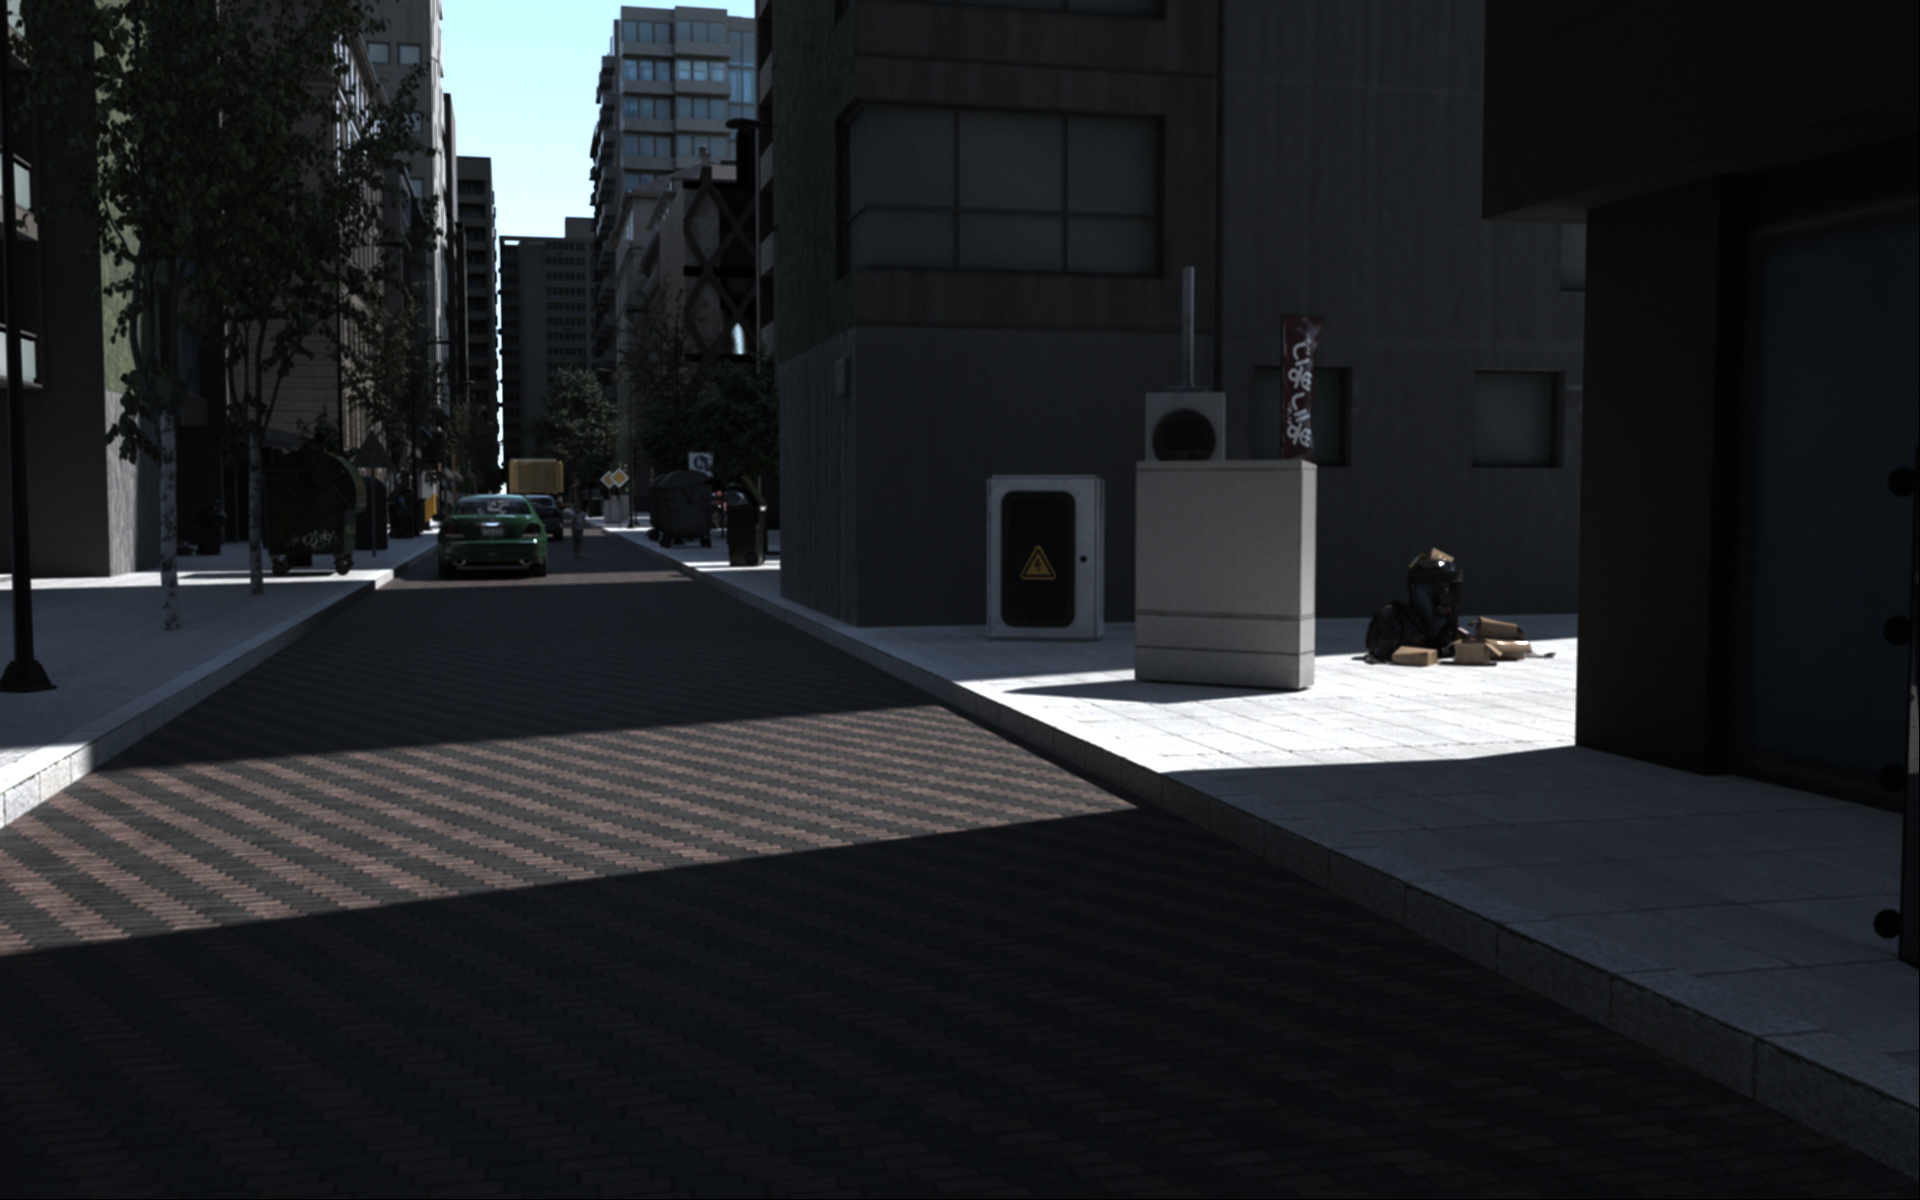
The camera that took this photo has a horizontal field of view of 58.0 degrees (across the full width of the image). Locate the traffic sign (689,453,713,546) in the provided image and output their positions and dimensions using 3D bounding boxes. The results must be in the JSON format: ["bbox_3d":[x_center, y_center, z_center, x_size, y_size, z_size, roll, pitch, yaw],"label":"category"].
[{"bbox_3d":[-6.387,-2.483,42.733,0.606,2.300,0.079,0,4,-4],"label":"traffic sign"}]

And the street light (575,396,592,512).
[{"bbox_3d":[-17.309,-6.697,82.044,1.470,5.913,1.316,-1,4,-14],"label":"street light"}]

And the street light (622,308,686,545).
[{"bbox_3d":[-7.638,-4.336,43.440,1.470,5.913,1.316,-1,4,-14],"label":"street light"}]

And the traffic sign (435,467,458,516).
[{"bbox_3d":[-18.730,-3.642,63.192,0.795,2.450,0.064,-1,4,-14],"label":"traffic sign"}]

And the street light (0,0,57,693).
[{"bbox_3d":[-5.592,-2.369,11.278,1.470,5.913,1.316,-1,4,-14],"label":"street light"}]

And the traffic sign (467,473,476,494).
[{"bbox_3d":[-29.011,-6.264,102.515,0.768,2.556,0.104,0,4,-5],"label":"traffic sign"}]

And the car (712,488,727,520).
[{"bbox_3d":[-8.429,-3.620,68.782,3.694,1.707,1.945,-1,4,-13],"label":"car"}]

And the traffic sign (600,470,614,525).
[{"bbox_3d":[-14.659,-4.207,72.420,0.795,2.450,0.064,-1,4,-14],"label":"traffic sign"}]

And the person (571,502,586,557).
[{"bbox_3d":[-8.658,-1.600,39.346,0.332,1.250,0.352,0,4,-1],"label":"person"}]

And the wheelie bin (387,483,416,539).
[{"bbox_3d":[-16.173,-2.585,50.170,0.693,1.594,0.980,-3,5,-40],"label":"wheelie bin"}]

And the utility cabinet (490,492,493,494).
[{"bbox_3d":[-38.672,-8.158,142.069,0.318,1.500,1.173,-2,4,-35],"label":"utility cabinet"}]

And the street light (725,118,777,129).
[{"bbox_3d":[-2.211,-3.006,21.694,1.470,5.913,1.316,-1,4,-14],"label":"street light"}]

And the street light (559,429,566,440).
[{"bbox_3d":[-27.623,-9.242,123.654,1.470,5.913,1.316,-1,4,-14],"label":"street light"}]

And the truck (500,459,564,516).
[{"bbox_3d":[-23.120,-6.009,94.175,3.469,3.379,9.791,-1,4,-16],"label":"truck"}]

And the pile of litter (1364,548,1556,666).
[{"bbox_3d":[3.889,0.031,13.463,1.719,0.858,1.176,-1,4,-11],"label":"pile of litter"}]

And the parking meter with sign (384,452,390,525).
[{"bbox_3d":[-24.095,-4.715,73.354,0.543,3.016,1.738,-1,4,-13],"label":"parking meter with sign"}]

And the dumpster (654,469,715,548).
[{"bbox_3d":[-6.568,-2.190,41.566,1.264,1.857,1.865,-1,4,-14],"label":"dumpster"}]

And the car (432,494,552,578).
[{"bbox_3d":[-8.410,-1.185,31.173,2.131,1.459,4.920,-1,4,-15],"label":"car"}]

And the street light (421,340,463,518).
[{"bbox_3d":[-15.946,-4.882,52.355,1.470,5.913,1.316,-1,4,-14],"label":"street light"}]

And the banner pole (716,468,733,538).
[{"bbox_3d":[-6.829,-3.706,50.615,0.401,3.779,0.863,1,4,22],"label":"banner pole"}]

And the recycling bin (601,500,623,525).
[{"bbox_3d":[-14.667,-3.717,73.325,0.722,1.027,0.722,0,4,-4],"label":"recycling bin"}]

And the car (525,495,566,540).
[{"bbox_3d":[-13.524,-2.626,54.939,2.014,1.417,4.499,-1,4,-15],"label":"car"}]

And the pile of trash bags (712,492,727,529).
[{"bbox_3d":[-9.395,-3.327,64.143,1.912,1.369,3.447,1,4,12],"label":"pile of trash bags"}]

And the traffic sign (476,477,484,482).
[{"bbox_3d":[-36.731,-8.091,132.385,0.768,2.556,0.104,-1,4,-10],"label":"traffic sign"}]

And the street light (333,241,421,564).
[{"bbox_3d":[-10.801,-3.623,31.783,1.470,5.913,1.316,-1,4,-14],"label":"street light"}]

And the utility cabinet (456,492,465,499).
[{"bbox_3d":[-38.745,-7.629,133.419,1.173,1.500,0.318,-3,4,-39],"label":"utility cabinet"}]

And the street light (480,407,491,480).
[{"bbox_3d":[-25.857,-7.304,91.964,1.470,5.913,1.316,-1,4,-14],"label":"street light"}]

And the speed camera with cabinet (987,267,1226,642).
[{"bbox_3d":[1.279,-1.272,15.133,2.038,3.252,0.660,1,4,10],"label":"speed camera with cabinet"}]

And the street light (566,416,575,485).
[{"bbox_3d":[-22.431,-7.967,102.802,1.470,5.913,1.316,-1,4,-14],"label":"street light"}]

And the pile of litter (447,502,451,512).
[{"bbox_3d":[-38.198,-7.218,131.983,1.719,0.858,1.176,-3,4,-37],"label":"pile of litter"}]

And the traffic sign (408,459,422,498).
[{"bbox_3d":[-19.245,-3.765,61.662,0.768,2.556,0.104,-1,4,-9],"label":"traffic sign"}]

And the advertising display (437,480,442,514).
[{"bbox_3d":[-23.981,-4.560,79.772,0.123,1.923,0.974,-1,4,-22],"label":"advertising display"}]

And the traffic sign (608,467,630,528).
[{"bbox_3d":[-12.716,-3.733,64.674,0.795,2.450,0.064,-1,4,-14],"label":"traffic sign"}]

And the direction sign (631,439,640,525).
[{"bbox_3d":[-13.531,-4.903,72.165,0.379,3.537,0.876,-2,4,-28],"label":"direction sign"}]

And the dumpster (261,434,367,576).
[{"bbox_3d":[-10.409,-1.551,27.861,1.502,2.255,1.985,-1,4,-14],"label":"dumpster"}]

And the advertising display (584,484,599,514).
[{"bbox_3d":[-23.808,-6.529,111.961,0.974,1.923,0.123,1,4,12],"label":"advertising display"}]

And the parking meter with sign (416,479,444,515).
[{"bbox_3d":[-28.082,-5.833,91.624,0.543,3.016,1.738,2,4,31],"label":"parking meter with sign"}]

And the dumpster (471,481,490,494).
[{"bbox_3d":[-35.485,-7.669,127.886,1.502,2.255,1.985,-1,4,-14],"label":"dumpster"}]

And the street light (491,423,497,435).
[{"bbox_3d":[-31.125,-8.583,112.869,1.470,5.913,1.316,-1,4,-14],"label":"street light"}]

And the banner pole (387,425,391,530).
[{"bbox_3d":[-20.343,-4.393,61.846,0.401,3.779,0.863,-1,4,-22],"label":"banner pole"}]

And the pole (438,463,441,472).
[{"bbox_3d":[-34.051,-7.309,113.345,0.158,3.312,0.155,0,3,0],"label":"pole"}]

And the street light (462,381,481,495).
[{"bbox_3d":[-20.632,-6.034,71.196,1.470,5.913,1.316,-1,4,-14],"label":"street light"}]

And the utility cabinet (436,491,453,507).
[{"bbox_3d":[-33.046,-6.241,110.721,1.173,1.500,0.318,-3,4,-38],"label":"utility cabinet"}]

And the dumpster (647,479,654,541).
[{"bbox_3d":[-7.889,-2.554,47.509,1.264,1.857,1.865,-1,4,-14],"label":"dumpster"}]

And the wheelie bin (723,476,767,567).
[{"bbox_3d":[-3.834,-1.404,30.860,0.693,1.594,0.980,0,4,5],"label":"wheelie bin"}]

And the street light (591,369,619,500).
[{"bbox_3d":[-12.834,-5.629,64.567,1.470,5.913,1.316,-1,4,-14],"label":"street light"}]

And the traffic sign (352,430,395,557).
[{"bbox_3d":[-11.908,-2.149,35.133,0.884,2.594,0.081,-1,4,-12],"label":"traffic sign"}]

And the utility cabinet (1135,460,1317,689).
[{"bbox_3d":[1.773,-0.179,11.601,1.173,1.500,0.318,2,4,31],"label":"utility cabinet"}]

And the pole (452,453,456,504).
[{"bbox_3d":[-25.259,-5.666,86.490,0.158,3.312,0.155,0,3,0],"label":"pole"}]

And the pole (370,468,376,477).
[{"bbox_3d":[-20.929,-4.156,61.795,0.158,3.312,0.155,0,3,0],"label":"pole"}]

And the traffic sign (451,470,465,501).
[{"bbox_3d":[-20.673,-4.116,70.938,0.795,2.450,0.064,-1,4,-14],"label":"traffic sign"}]

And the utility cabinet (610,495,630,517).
[{"bbox_3d":[-19.117,-5.271,97.345,1.020,1.237,0.306,-2,4,-30],"label":"utility cabinet"}]

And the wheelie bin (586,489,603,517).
[{"bbox_3d":[-20.808,-5.538,98.449,0.980,1.594,0.693,-2,4,-31],"label":"wheelie bin"}]
